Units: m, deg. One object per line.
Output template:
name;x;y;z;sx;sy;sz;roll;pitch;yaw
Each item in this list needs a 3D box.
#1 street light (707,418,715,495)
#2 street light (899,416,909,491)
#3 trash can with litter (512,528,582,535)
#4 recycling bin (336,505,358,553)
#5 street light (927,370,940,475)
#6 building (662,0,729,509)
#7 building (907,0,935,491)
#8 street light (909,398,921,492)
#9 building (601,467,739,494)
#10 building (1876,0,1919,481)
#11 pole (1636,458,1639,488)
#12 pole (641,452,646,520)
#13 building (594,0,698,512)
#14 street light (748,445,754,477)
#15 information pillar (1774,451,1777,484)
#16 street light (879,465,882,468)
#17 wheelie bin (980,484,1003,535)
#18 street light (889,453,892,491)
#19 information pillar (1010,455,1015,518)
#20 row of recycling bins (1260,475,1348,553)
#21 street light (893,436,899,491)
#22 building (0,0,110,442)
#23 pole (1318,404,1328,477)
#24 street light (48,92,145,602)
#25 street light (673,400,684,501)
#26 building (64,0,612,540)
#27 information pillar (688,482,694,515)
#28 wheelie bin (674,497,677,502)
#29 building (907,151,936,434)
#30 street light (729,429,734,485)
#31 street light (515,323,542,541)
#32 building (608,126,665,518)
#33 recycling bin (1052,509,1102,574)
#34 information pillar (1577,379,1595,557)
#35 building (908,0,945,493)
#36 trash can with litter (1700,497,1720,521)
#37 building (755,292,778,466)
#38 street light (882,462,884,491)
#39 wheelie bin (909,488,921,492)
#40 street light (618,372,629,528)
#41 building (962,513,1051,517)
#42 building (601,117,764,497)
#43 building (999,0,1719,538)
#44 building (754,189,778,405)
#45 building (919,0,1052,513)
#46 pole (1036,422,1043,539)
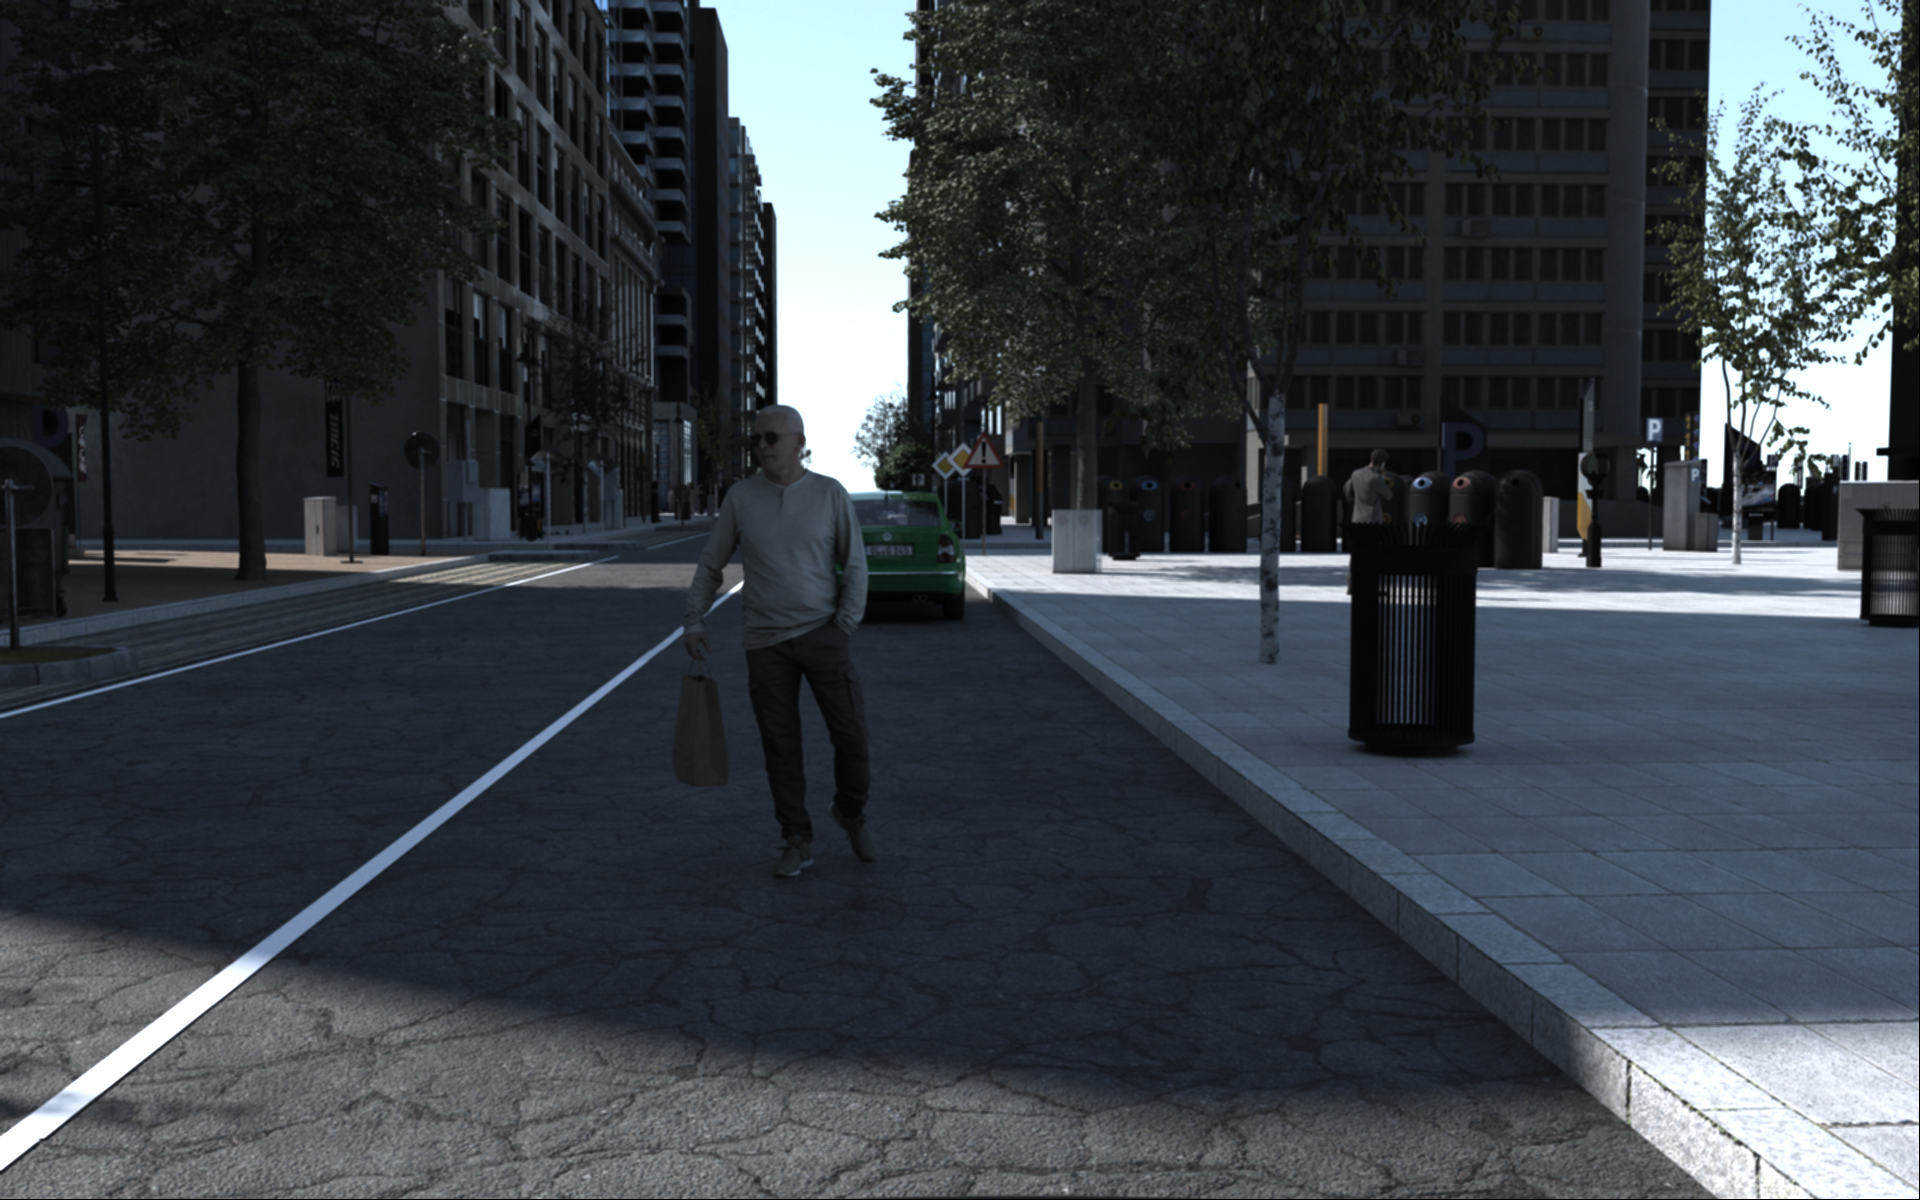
street light;-15.054;-8.091;105.078;0.468;5.910;1.993;0;4;-3
street light;-3.205;-7.929;102.425;0.468;5.910;1.993;0;4;-3
trash can with litter;-13.054;-2.660;54.549;2.233;1.210;1.678;-1;4;-12
recycling bin;-13.693;-1.568;38.185;0.722;1.027;0.722;-1;4;-13
street light;-1.001;-5.605;64.438;0.468;5.910;1.993;0;4;-3
building;-28.437;-31.053;157.821;14.600;45.320;14.200;0;4;-3
building;2.188;-48.952;238.613;20.563;71.187;20.611;0;4;-3
street light;-2.078;-6.769;83.456;0.468;5.910;1.993;0;4;-3
building;-39.268;-29.666;176.921;32.217;40.220;23.993;0;4;-3
building;48.856;-24.839;60.749;28.867;44.769;22.147;0;4;-3
pole;38.027;-6.328;97.299;0.158;3.312;0.155;0;3;0
pole;-15.523;-5.573;84.962;0.158;3.312;0.155;0;3;0
building;-31.430;-50.222;133.795;22.319;86.520;31.000;0;4;-3
street light;-17.144;-10.373;142.380;0.468;5.910;1.993;0;4;-3
information pillar;44.154;-6.267;93.824;0.183;3.616;0.504;1;4;17
street light;-8.771;-13.757;197.711;0.468;5.910;1.993;0;4;-3
wheelie bin;0.898;-2.843;54.387;0.693;1.594;0.980;2;4;31
street light;-5.359;-10.251;140.386;0.468;5.910;1.993;0;4;-3
information pillar;2.907;-6.169;92.209;0.504;3.616;0.183;0;4;1
row of recycling bins;8.395;-1.898;38.146;3.534;1.692;1.069;1;4;13
street light;-4.323;-9.085;121.327;0.468;5.910;1.993;0;4;-3
building;-21.926;-15.547;25.888;14.107;30.474;14.160;0;4;-3
pole;8.193;-2.771;39.149;0.158;3.312;0.155;0;3;0
street light;-10.154;-2.919;20.520;0.468;5.910;1.993;0;4;-3
street light;-13.901;-6.908;85.734;0.468;5.910;1.993;0;4;-3
building;-25.222;-15.909;64.630;19.350;26.468;34.151;0;4;-3
information pillar;-16.589;-6.260;106.839;0.304;2.012;0.304;-3;4;-37
wheelie bin;-17.810;-6.271;110.443;0.980;1.594;0.693;1;4;21
building;0.365;-34.915;220.971;14.600;45.320;14.200;0;4;-3
street light;-16.094;-9.165;122.640;0.468;5.910;1.993;0;4;-3
street light;-11.666;-4.534;46.918;0.468;5.910;1.993;0;4;-3
building;-24.009;-15.438;94.206;13.314;21.916;24.055;0;4;-3
recycling bin;1.910;-0.956;28.179;0.722;1.027;0.722;1;4;13
information pillar;12.719;-2.681;35.194;0.183;3.616;0.504;3;5;44
building;1.986;-58.220;264.572;22.319;86.520;31.000;0;4;-3
trash can with litter;33.897;-4.097;78.365;0.624;1.170;1.055;-3;4;-35
building;-33.511;-28.896;244.155;14.160;30.474;14.107;0;4;-3
street light;-7.537;-12.563;178.194;0.468;5.910;1.993;0;4;-3
wheelie bin;-3.203;-6.929;121.197;0.693;1.594;0.980;1;4;16
street light;-12.825;-5.690;65.818;0.468;5.910;1.993;0;4;-3
building;11.813;-29.792;106.715;23.786;49.044;30.456;0;4;-3
building;-36.697;-36.790;221.127;23.786;49.044;30.456;0;4;-3
building;14.096;-22.856;65.582;23.993;40.220;32.217;0;4;-3
building;-34.420;-37.168;257.800;14.600;45.320;14.200;0;4;-3
building;9.048;-32.344;148.437;23.786;49.044;30.456;0;4;-3
pole;2.251;-3.374;49.014;0.158;3.312;0.155;0;3;0
